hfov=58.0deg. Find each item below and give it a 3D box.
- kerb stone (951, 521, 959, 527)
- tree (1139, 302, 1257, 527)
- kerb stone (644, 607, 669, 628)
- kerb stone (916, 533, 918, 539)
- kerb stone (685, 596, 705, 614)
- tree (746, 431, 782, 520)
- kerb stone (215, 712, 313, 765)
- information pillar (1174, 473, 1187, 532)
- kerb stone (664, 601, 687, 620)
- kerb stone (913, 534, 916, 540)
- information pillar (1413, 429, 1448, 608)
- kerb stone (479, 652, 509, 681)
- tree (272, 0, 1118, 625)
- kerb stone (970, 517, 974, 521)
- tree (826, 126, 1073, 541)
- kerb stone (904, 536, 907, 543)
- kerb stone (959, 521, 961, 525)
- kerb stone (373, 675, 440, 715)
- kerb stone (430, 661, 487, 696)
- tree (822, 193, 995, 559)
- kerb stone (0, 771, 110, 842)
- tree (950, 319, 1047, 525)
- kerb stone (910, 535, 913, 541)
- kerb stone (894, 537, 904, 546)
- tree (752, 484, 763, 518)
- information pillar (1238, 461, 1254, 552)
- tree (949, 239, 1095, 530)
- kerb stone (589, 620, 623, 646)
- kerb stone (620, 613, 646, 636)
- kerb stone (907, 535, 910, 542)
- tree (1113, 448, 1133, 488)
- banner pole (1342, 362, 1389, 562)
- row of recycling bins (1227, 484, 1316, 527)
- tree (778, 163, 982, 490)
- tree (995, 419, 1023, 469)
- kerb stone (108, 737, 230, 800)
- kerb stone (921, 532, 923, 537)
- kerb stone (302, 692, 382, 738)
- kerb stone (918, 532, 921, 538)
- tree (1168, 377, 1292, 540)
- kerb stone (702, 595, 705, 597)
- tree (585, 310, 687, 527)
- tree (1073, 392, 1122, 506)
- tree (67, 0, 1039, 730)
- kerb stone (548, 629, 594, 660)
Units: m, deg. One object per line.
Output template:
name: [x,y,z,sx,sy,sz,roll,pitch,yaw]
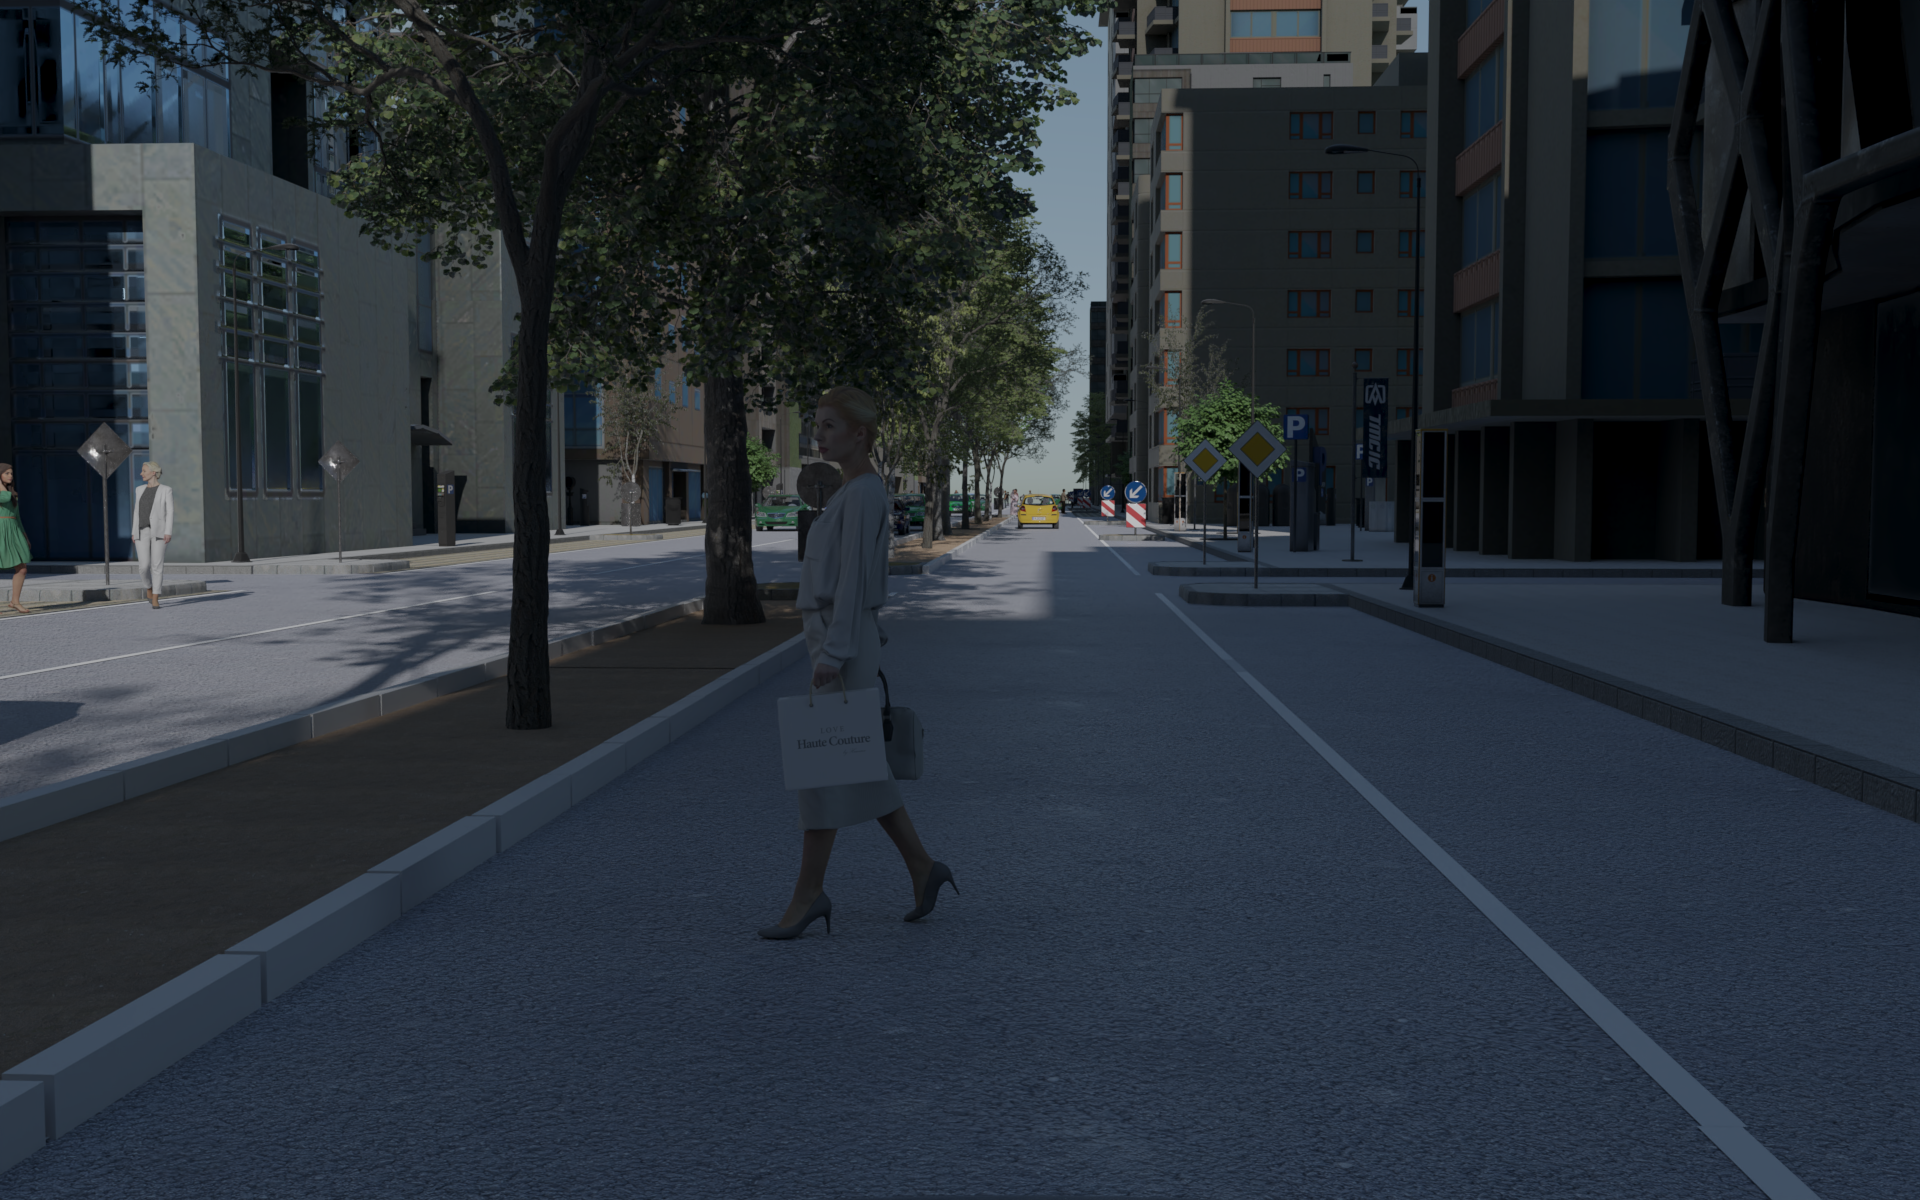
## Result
kerb stone: [-0.226,-3.394,77.682,0.120,0.150,1.000,0,4,3]
tree: [8.926,-7.118,66.740,4.360,8.622,3.978,0,3,0]
kerb stone: [-3.356,0.209,18.777,0.120,0.150,1.000,0,4,3]
kerb stone: [-1.485,-1.952,54.117,0.120,0.150,1.000,0,4,3]
kerb stone: [-3.262,0.093,20.825,0.120,0.150,1.000,0,4,3]
tree: [-10.824,-6.361,87.718,4.285,4.588,4.351,0,3,0]
kerb stone: [-3.860,0.772,9.569,0.120,0.150,1.000,0,4,3]
information pillar: [7.538,-3.347,59.212,0.304,2.012,0.304,-2,4,-32]
kerb stone: [-3.318,0.146,19.803,0.120,0.150,1.000,0,4,3]
kerb stone: [-1.531,-1.890,53.096,0.120,0.150,1.000,0,4,3]
information pillar: [5.329,-0.926,19.626,0.304,2.012,0.304,0,4,4]
kerb stone: [-3.638,0.525,13.669,0.120,0.150,1.000,0,4,3]
tree: [-2.503,-6.698,18.628,9.857,13.997,8.962,0,3,0]
kerb stone: [0.709,-4.457,95.069,0.120,0.150,1.000,0,4,3]
tree: [-0.634,-8.054,52.259,7.486,12.596,7.792,0,3,0]
kerb stone: [-1.695,-1.703,50.034,0.120,0.150,1.000,0,4,3]
kerb stone: [-0.161,-3.456,78.702,0.120,0.150,1.000,0,4,3]
kerb stone: [-3.744,0.650,11.618,0.120,0.150,1.000,0,4,3]
kerb stone: [-3.691,0.585,12.638,0.120,0.150,1.000,0,4,3]
tree: [-1.566,-5.242,38.523,4.737,8.622,4.395,0,3,0]
kerb stone: [-3.963,0.897,7.528,0.120,0.150,1.000,0,4,3]
tree: [0.744,-9.366,81.346,9.928,11.665,9.643,0,3,0]
kerb stone: [-1.593,-1.827,52.076,0.120,0.150,1.000,0,4,3]
kerb stone: [-1.752,-1.640,49.014,0.120,0.150,1.000,0,4,3]
tree: [-11.072,-5.964,92.120,1.663,3.219,1.824,0,3,0]
information pillar: [6.297,-2.059,38.157,0.304,2.012,0.304,1,4,19]
tree: [0.192,-9.589,69.612,12.009,13.543,11.850,0,3,0]
kerb stone: [-3.468,0.334,16.731,0.120,0.150,1.000,0,4,3]
kerb stone: [-3.419,0.273,17.757,0.120,0.150,1.000,0,4,3]
kerb stone: [-1.645,-1.762,51.055,0.120,0.150,1.000,0,4,3]
tree: [11.293,-7.657,108.898,4.285,4.588,4.351,0,3,0]
banner pole: [7.712,-2.622,32.890,0.863,3.779,0.401,1,4,9]
row of recycling bins: [12.392,-3.778,68.876,3.534,1.692,1.069,0,4,-4]
tree: [-1.508,-4.945,33.672,4.360,8.622,3.978,0,3,0]
tree: [1.682,-8.818,97.001,4.737,8.622,4.395,0,3,0]
kerb stone: [-3.913,0.835,8.549,0.120,0.150,1.000,0,4,3]
kerb stone: [-1.372,-2.077,56.177,0.120,0.150,1.000,0,4,3]
kerb stone: [-3.803,0.709,10.597,0.120,0.150,1.000,0,4,3]
kerb stone: [-1.418,-2.015,55.148,0.120,0.150,1.000,0,4,3]
tree: [7.531,-3.961,48.474,4.285,4.588,4.351,0,3,0]
kerb stone: [-3.204,0.021,21.852,0.120,0.150,1.000,0,4,3]
tree: [-12.706,-7.162,67.466,4.360,8.622,3.978,0,3,0]
tree: [15.429,-16.748,191.949,7.486,12.596,7.792,0,3,0]
tree: [-2.677,-4.468,9.916,8.767,10.594,7.601,0,4,3]
kerb stone: [-3.540,0.399,15.711,0.120,0.150,1.000,0,4,3]
